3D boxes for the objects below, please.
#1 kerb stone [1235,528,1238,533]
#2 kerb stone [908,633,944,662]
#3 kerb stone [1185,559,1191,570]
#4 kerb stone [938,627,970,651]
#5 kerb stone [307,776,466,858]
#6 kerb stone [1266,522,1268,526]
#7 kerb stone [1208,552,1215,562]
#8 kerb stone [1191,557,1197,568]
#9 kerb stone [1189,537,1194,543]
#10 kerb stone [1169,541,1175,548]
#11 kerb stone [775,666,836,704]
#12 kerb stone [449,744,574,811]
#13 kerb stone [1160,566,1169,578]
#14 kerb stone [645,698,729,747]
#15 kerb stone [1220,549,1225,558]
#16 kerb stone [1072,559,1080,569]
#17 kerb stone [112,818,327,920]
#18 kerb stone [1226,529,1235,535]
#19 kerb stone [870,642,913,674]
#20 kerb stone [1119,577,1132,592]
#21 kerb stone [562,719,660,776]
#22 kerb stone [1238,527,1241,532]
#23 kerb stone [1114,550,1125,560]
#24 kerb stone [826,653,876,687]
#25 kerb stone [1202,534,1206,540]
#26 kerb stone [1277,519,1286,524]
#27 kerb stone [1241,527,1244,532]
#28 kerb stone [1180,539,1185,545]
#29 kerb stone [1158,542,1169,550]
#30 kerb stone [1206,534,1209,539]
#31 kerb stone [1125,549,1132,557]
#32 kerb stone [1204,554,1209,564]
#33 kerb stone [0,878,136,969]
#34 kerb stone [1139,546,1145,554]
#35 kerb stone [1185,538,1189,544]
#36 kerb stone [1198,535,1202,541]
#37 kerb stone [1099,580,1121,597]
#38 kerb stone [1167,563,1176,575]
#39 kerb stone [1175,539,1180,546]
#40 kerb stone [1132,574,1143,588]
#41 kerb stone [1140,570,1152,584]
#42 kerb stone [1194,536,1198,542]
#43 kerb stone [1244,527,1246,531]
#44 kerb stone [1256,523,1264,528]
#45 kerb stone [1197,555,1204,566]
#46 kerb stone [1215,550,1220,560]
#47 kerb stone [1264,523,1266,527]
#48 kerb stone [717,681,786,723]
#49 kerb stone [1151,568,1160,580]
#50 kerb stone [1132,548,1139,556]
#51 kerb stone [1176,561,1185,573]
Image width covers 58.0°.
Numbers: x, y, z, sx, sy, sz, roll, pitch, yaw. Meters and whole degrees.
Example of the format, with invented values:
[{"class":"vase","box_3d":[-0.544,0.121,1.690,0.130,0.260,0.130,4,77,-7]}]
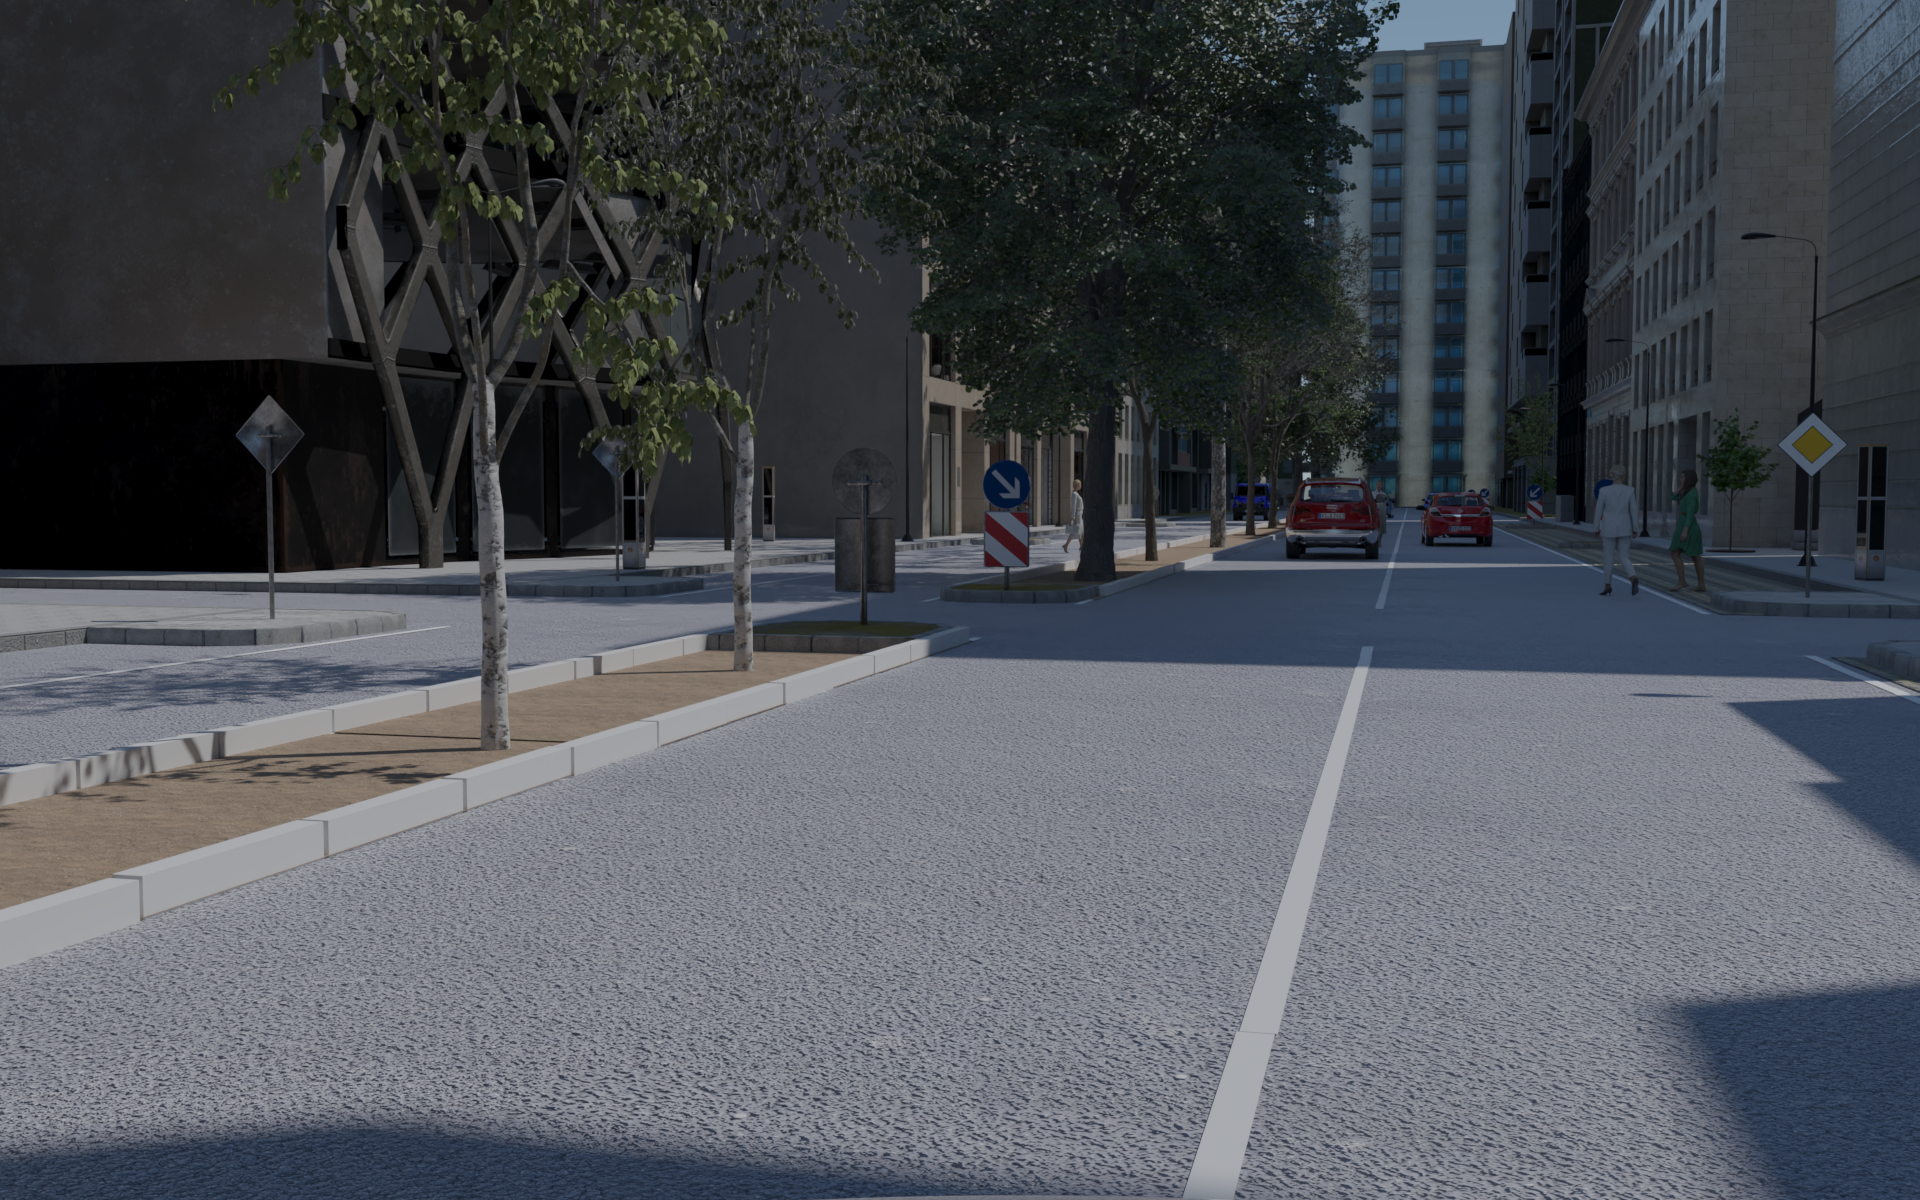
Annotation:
[{"class":"kerb stone","box_3d":[9.910,-2.490,62.962,0.120,0.150,1.000,1,4,15]},{"class":"kerb stone","box_3d":[-0.348,0.427,15.246,0.120,0.150,1.000,1,4,15]},{"class":"kerb stone","box_3d":[4.183,-0.639,32.645,0.120,0.150,1.000,1,4,15]},{"class":"kerb stone","box_3d":[-0.092,0.365,16.235,0.120,0.150,1.000,1,4,15]},{"class":"kerb stone","box_3d":[-2.418,0.912,7.316,0.120,0.150,1.000,1,4,15]},{"class":"kerb stone","box_3d":[13.279,-3.282,75.870,0.120,0.150,1.000,1,4,15]},{"class":"kerb stone","box_3d":[5.218,-0.882,36.611,0.120,0.150,1.000,1,4,15]},{"class":"kerb stone","box_3d":[4.442,-0.696,33.634,0.120,0.150,1.000,1,4,15]},{"class":"kerb stone","box_3d":[6.554,-1.701,50.037,0.120,0.150,1.000,1,4,15]},{"class":"kerb stone","box_3d":[5.528,-1.460,46.072,0.120,0.150,1.000,1,4,15]},{"class":"kerb stone","box_3d":[-1.118,0.607,12.275,0.120,0.150,1.000,1,4,15]},{"class":"kerb stone","box_3d":[-2.157,0.849,8.314,0.120,0.150,1.000,1,4,15]},{"class":"kerb stone","box_3d":[3.408,-0.455,29.672,0.120,0.150,1.000,1,4,15]},{"class":"kerb stone","box_3d":[-1.635,0.728,10.293,0.120,0.150,1.000,1,4,15]},{"class":"kerb stone","box_3d":[5.736,-1.003,38.596,0.120,0.150,1.000,1,4,15]},{"class":"kerb stone","box_3d":[2.146,-0.671,33.167,0.120,0.150,1.000,1,4,15]},{"class":"kerb stone","box_3d":[-2.677,0.971,6.316,0.120,0.150,1.000,1,4,15]},{"class":"kerb stone","box_3d":[9.655,-2.430,61.971,0.120,0.150,1.000,1,4,15]},{"class":"kerb stone","box_3d":[-0.607,0.486,14.255,0.120,0.150,1.000,1,4,15]},{"class":"kerb stone","box_3d":[2.377,-0.214,25.702,0.120,0.150,1.000,1,4,15]},{"class":"kerb stone","box_3d":[-1.894,0.792,9.305,0.120,0.150,1.000,1,4,15]},{"class":"kerb stone","box_3d":[10.175,-2.552,63.955,0.120,0.150,1.000,1,4,15]},{"class":"kerb stone","box_3d":[3.444,-0.972,38.126,0.120,0.150,1.000,1,4,15]},{"class":"kerb stone","box_3d":[-0.868,0.548,13.267,0.120,0.150,1.000,1,4,15]},{"class":"kerb stone","box_3d":[7.326,-1.885,53.019,0.120,0.150,1.000,1,4,15]},{"class":"kerb stone","box_3d":[16.122,-3.951,86.790,0.120,0.150,1.000,1,4,15]},{"class":"kerb stone","box_3d":[10.434,-2.614,64.944,0.120,0.150,1.000,1,4,15]},{"class":"kerb stone","box_3d":[6.038,-1.579,48.058,0.120,0.150,1.000,1,4,15]},{"class":"kerb stone","box_3d":[5.253,-1.400,45.083,0.120,0.150,1.000,1,4,15]},{"class":"kerb stone","box_3d":[7.581,-1.946,54.020,0.120,0.150,1.000,1,4,15]},{"class":"kerb stone","box_3d":[3.700,-1.031,39.116,0.120,0.150,1.000,1,4,15]},{"class":"kerb stone","box_3d":[4.957,-0.818,35.623,0.120,0.150,1.000,1,4,15]},{"class":"kerb stone","box_3d":[-2.928,1.039,5.325,0.120,0.150,1.000,1,4,15]},{"class":"kerb stone","box_3d":[4.228,-1.156,41.097,0.120,0.150,1.000,1,4,15]},{"class":"kerb stone","box_3d":[6.291,-1.642,49.048,0.120,0.150,1.000,1,4,15]},{"class":"kerb stone","box_3d":[7.062,-1.824,52.024,0.120,0.150,1.000,1,4,15]},{"class":"kerb stone","box_3d":[2.118,-0.150,24.705,0.120,0.150,1.000,1,4,15]},{"class":"kerb stone","box_3d":[3.662,-0.518,30.668,0.120,0.150,1.000,1,4,15]},{"class":"kerb stone","box_3d":[5.775,-1.521,47.065,0.120,0.150,1.000,1,4,15]},{"class":"kerb stone","box_3d":[2.640,-0.266,26.698,0.120,0.150,1.000,1,4,15]},{"class":"kerb stone","box_3d":[2.900,-0.336,27.687,0.120,0.150,1.000,1,4,15]},{"class":"kerb stone","box_3d":[6.812,-1.764,51.033,0.120,0.150,1.000,1,4,15]},{"class":"kerb stone","box_3d":[10.686,-2.675,65.937,0.120,0.150,1.000,1,4,15]},{"class":"kerb stone","box_3d":[12.751,-3.160,73.889,0.120,0.150,1.000,1,4,15]},{"class":"kerb stone","box_3d":[4.700,-0.761,34.633,0.120,0.150,1.000,1,4,15]},{"class":"kerb stone","box_3d":[5.480,-0.943,37.606,0.120,0.150,1.000,1,4,15]},{"class":"kerb stone","box_3d":[13.021,-3.222,74.875,0.120,0.150,1.000,1,4,15]},{"class":"kerb stone","box_3d":[-1.386,0.671,11.288,0.120,0.150,1.000,1,4,15]},{"class":"kerb stone","box_3d":[3.143,-0.397,28.685,0.120,0.150,1.000,1,4,15]},{"class":"kerb stone","box_3d":[3.957,-1.096,40.111,0.120,0.150,1.000,1,4,15]},{"class":"kerb stone","box_3d":[3.936,-0.576,31.653,0.120,0.150,1.000,1,4,15]}]
